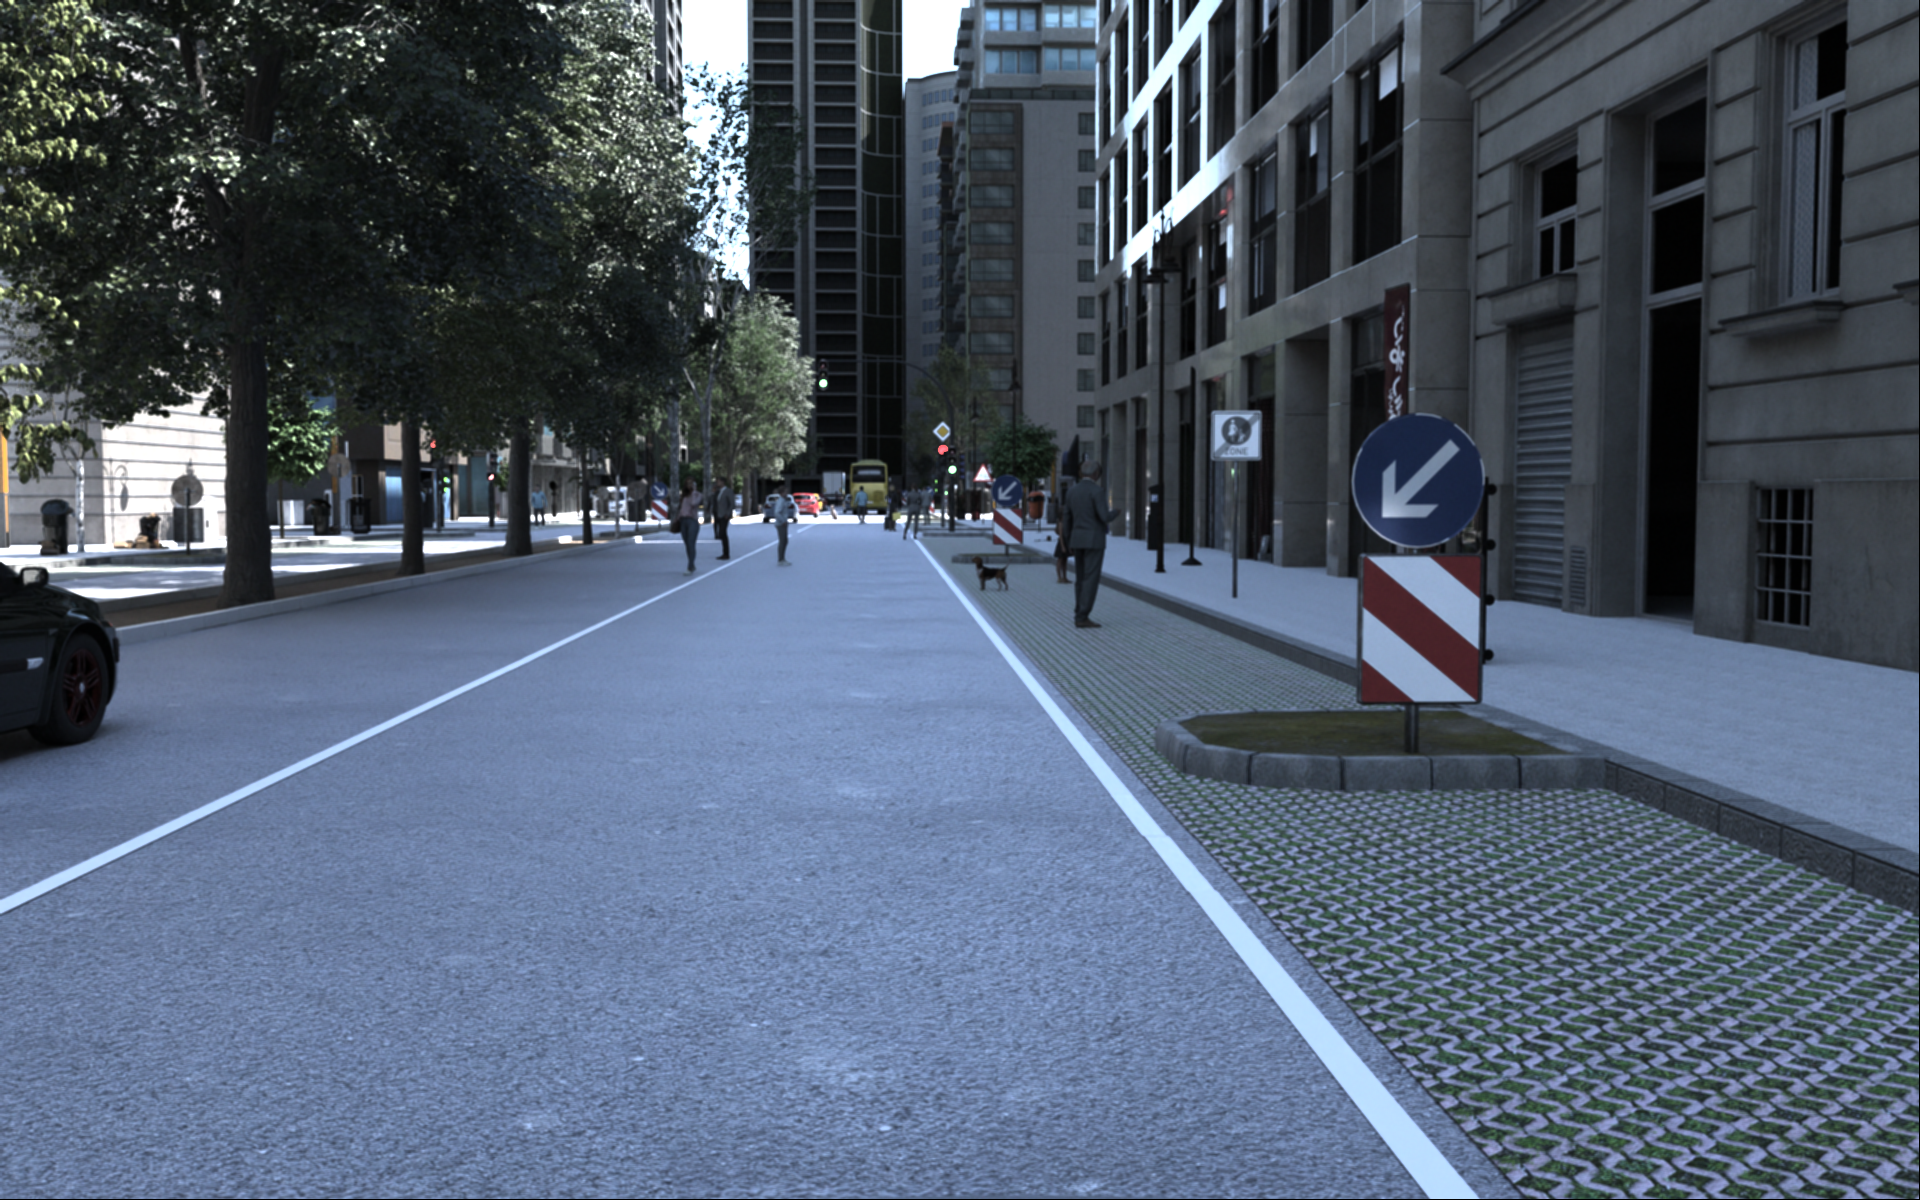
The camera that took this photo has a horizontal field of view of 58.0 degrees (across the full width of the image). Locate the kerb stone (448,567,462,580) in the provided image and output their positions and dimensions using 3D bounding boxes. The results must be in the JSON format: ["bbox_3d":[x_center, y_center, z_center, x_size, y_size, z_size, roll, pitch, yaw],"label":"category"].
[{"bbox_3d":[-8.609,-0.424,29.178,0.120,0.150,1.000,0,4,-3],"label":"kerb stone"}]

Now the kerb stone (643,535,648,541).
[{"bbox_3d":[-9.719,-1.868,52.737,0.120,0.150,1.000,0,4,-3],"label":"kerb stone"}]

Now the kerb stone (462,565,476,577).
[{"bbox_3d":[-8.660,-0.489,30.199,0.120,0.150,1.000,0,4,-3],"label":"kerb stone"}]

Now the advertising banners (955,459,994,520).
[{"bbox_3d":[0.765,-5.538,86.740,2.074,3.025,0.090,1,4,16],"label":"advertising banners"}]

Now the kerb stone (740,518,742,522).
[{"bbox_3d":[-11.444,-4.087,89.108,0.120,0.150,1.000,0,4,-3],"label":"kerb stone"}]

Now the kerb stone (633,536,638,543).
[{"bbox_3d":[-9.619,-1.743,50.689,0.120,0.150,1.000,0,4,-3],"label":"kerb stone"}]

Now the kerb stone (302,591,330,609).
[{"bbox_3d":[-8.259,0.012,21.993,0.120,0.150,1.000,0,4,-3],"label":"kerb stone"}]

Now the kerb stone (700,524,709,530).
[{"bbox_3d":[-10.626,-3.027,71.702,0.120,0.150,1.000,0,4,-3],"label":"kerb stone"}]

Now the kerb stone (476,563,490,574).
[{"bbox_3d":[-8.703,-0.553,31.231,0.120,0.150,1.000,0,4,-3],"label":"kerb stone"}]

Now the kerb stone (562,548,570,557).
[{"bbox_3d":[-9.092,-1.051,39.424,0.120,0.150,1.000,0,4,-3],"label":"kerb stone"}]

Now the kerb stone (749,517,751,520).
[{"bbox_3d":[-11.747,-4.469,95.262,0.120,0.150,1.000,0,4,-3],"label":"kerb stone"}]

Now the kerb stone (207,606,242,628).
[{"bbox_3d":[-8.114,0.204,18.917,0.120,0.150,1.000,0,4,-3],"label":"kerb stone"}]

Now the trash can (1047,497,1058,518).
[{"bbox_3d":[4.477,-4.308,82.094,0.748,1.137,0.748,0,3,0],"label":"trash can"}]

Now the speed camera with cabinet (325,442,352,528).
[{"bbox_3d":[-23.605,-4.365,65.707,0.660,3.252,2.038,-2,4,-32],"label":"speed camera with cabinet"}]

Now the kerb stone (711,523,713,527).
[{"bbox_3d":[-10.720,-3.153,73.746,0.120,0.150,1.000,0,4,-3],"label":"kerb stone"}]

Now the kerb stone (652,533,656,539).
[{"bbox_3d":[-9.821,-1.993,54.784,0.120,0.150,1.000,0,4,-3],"label":"kerb stone"}]

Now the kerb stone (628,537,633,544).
[{"bbox_3d":[-9.572,-1.679,49.660,0.120,0.150,1.000,0,4,-3],"label":"kerb stone"}]

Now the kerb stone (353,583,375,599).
[{"bbox_3d":[-8.366,-0.113,24.038,0.120,0.150,1.000,0,4,-3],"label":"kerb stone"}]

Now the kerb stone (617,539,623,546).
[{"bbox_3d":[-9.479,-1.554,47.602,0.120,0.150,1.000,0,4,-3],"label":"kerb stone"}]

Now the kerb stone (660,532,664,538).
[{"bbox_3d":[-9.913,-2.118,56.831,0.120,0.150,1.000,0,4,-3],"label":"kerb stone"}]

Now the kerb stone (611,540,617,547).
[{"bbox_3d":[-9.431,-1.488,46.582,0.120,0.150,1.000,0,4,-3],"label":"kerb stone"}]

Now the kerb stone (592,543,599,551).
[{"bbox_3d":[-9.280,-1.303,43.509,0.120,0.150,1.000,0,4,-3],"label":"kerb stone"}]

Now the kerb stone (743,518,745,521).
[{"bbox_3d":[-11.548,-4.217,91.149,0.120,0.150,1.000,0,4,-3],"label":"kerb stone"}]

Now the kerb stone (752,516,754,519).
[{"bbox_3d":[-11.829,-4.594,97.311,0.120,0.150,1.000,0,4,-3],"label":"kerb stone"}]

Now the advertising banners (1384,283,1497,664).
[{"bbox_3d":[3.796,-1.083,13.893,0.090,3.025,2.074,-1,4,-9],"label":"advertising banners"}]

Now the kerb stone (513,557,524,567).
[{"bbox_3d":[-8.851,-0.740,34.300,0.120,0.150,1.000,0,4,-3],"label":"kerb stone"}]

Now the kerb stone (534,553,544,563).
[{"bbox_3d":[-8.948,-0.862,36.347,0.120,0.150,1.000,0,4,-3],"label":"kerb stone"}]

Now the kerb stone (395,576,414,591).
[{"bbox_3d":[-8.460,-0.239,26.101,0.120,0.150,1.000,0,4,-3],"label":"kerb stone"}]

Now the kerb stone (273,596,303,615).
[{"bbox_3d":[-8.215,0.075,20.965,0.120,0.150,1.000,0,4,-3],"label":"kerb stone"}]

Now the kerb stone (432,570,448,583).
[{"bbox_3d":[-8.551,-0.364,28.156,0.120,0.150,1.000,0,4,-3],"label":"kerb stone"}]

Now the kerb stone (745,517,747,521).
[{"bbox_3d":[-11.593,-4.280,92.183,0.120,0.150,1.000,0,4,-3],"label":"kerb stone"}]

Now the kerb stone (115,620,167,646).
[{"bbox_3d":[-8.015,0.326,16.870,0.120,0.150,1.000,0,4,-3],"label":"kerb stone"}]

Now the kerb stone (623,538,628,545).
[{"bbox_3d":[-9.531,-1.612,48.627,0.120,0.150,1.000,0,4,-3],"label":"kerb stone"}]

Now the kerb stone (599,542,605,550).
[{"bbox_3d":[-9.336,-1.365,44.530,0.120,0.150,1.000,0,4,-3],"label":"kerb stone"}]

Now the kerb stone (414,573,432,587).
[{"bbox_3d":[-8.503,-0.301,27.122,0.120,0.150,1.000,0,4,-3],"label":"kerb stone"}]

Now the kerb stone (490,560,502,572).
[{"bbox_3d":[-8.750,-0.614,32.252,0.120,0.150,1.000,0,4,-3],"label":"kerb stone"}]

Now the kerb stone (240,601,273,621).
[{"bbox_3d":[-8.172,0.138,19.944,0.120,0.150,1.000,0,4,-3],"label":"kerb stone"}]

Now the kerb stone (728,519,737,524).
[{"bbox_3d":[-11.300,-3.903,86.036,0.120,0.150,1.000,0,4,-3],"label":"kerb stone"}]

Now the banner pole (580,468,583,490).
[{"bbox_3d":[-28.315,-8.479,128.650,0.401,3.779,0.863,2,4,34],"label":"banner pole"}]

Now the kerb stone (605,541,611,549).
[{"bbox_3d":[-9.383,-1.428,45.551,0.120,0.150,1.000,0,4,-3],"label":"kerb stone"}]

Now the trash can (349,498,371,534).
[{"bbox_3d":[-19.314,-2.700,55.806,0.748,1.137,0.748,0,3,0],"label":"trash can"}]

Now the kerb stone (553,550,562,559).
[{"bbox_3d":[-9.039,-0.986,38.394,0.120,0.150,1.000,0,4,-3],"label":"kerb stone"}]

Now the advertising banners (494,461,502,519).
[{"bbox_3d":[-24.244,-5.795,90.932,0.090,3.025,2.074,0,4,-1],"label":"advertising banners"}]

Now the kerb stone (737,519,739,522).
[{"bbox_3d":[-11.346,-3.962,87.057,0.120,0.150,1.000,0,4,-3],"label":"kerb stone"}]

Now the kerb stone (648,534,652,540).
[{"bbox_3d":[-9.765,-1.931,53.764,0.120,0.150,1.000,0,4,-3],"label":"kerb stone"}]

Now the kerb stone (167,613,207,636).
[{"bbox_3d":[-8.064,0.266,17.896,0.120,0.150,1.000,0,4,-3],"label":"kerb stone"}]

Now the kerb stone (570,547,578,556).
[{"bbox_3d":[-9.138,-1.115,40.444,0.120,0.150,1.000,0,4,-3],"label":"kerb stone"}]

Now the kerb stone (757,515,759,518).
[{"bbox_3d":[-12.028,-4.846,101.421,0.120,0.150,1.000,0,4,-3],"label":"kerb stone"}]

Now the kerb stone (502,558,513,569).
[{"bbox_3d":[-8.799,-0.678,33.280,0.120,0.150,1.000,0,4,-3],"label":"kerb stone"}]

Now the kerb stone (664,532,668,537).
[{"bbox_3d":[-9.967,-2.181,57.856,0.120,0.150,1.000,0,4,-3],"label":"kerb stone"}]

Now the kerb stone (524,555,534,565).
[{"bbox_3d":[-8.898,-0.797,35.327,0.120,0.150,1.000,0,4,-3],"label":"kerb stone"}]

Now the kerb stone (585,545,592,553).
[{"bbox_3d":[-9.232,-1.241,42.488,0.120,0.150,1.000,0,4,-3],"label":"kerb stone"}]

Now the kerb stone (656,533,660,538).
[{"bbox_3d":[-9.876,-2.055,55.807,0.120,0.150,1.000,0,4,-3],"label":"kerb stone"}]

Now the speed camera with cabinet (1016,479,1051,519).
[{"bbox_3d":[3.973,-5.854,90.055,0.660,3.252,2.038,-3,4,-39],"label":"speed camera with cabinet"}]

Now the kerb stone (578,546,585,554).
[{"bbox_3d":[-9.184,-1.179,41.465,0.120,0.150,1.000,0,4,-3],"label":"kerb stone"}]

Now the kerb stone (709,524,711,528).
[{"bbox_3d":[-10.662,-3.088,72.724,0.120,0.150,1.000,0,4,-3],"label":"kerb stone"}]

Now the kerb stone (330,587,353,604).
[{"bbox_3d":[-8.311,-0.050,23.015,0.120,0.150,1.000,0,4,-3],"label":"kerb stone"}]

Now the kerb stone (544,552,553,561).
[{"bbox_3d":[-8.999,-0.925,37.372,0.120,0.150,1.000,0,4,-3],"label":"kerb stone"}]

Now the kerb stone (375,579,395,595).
[{"bbox_3d":[-8.415,-0.176,25.071,0.120,0.150,1.000,0,4,-3],"label":"kerb stone"}]

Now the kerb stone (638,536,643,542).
[{"bbox_3d":[-9.669,-1.804,51.709,0.120,0.150,1.000,0,4,-3],"label":"kerb stone"}]
